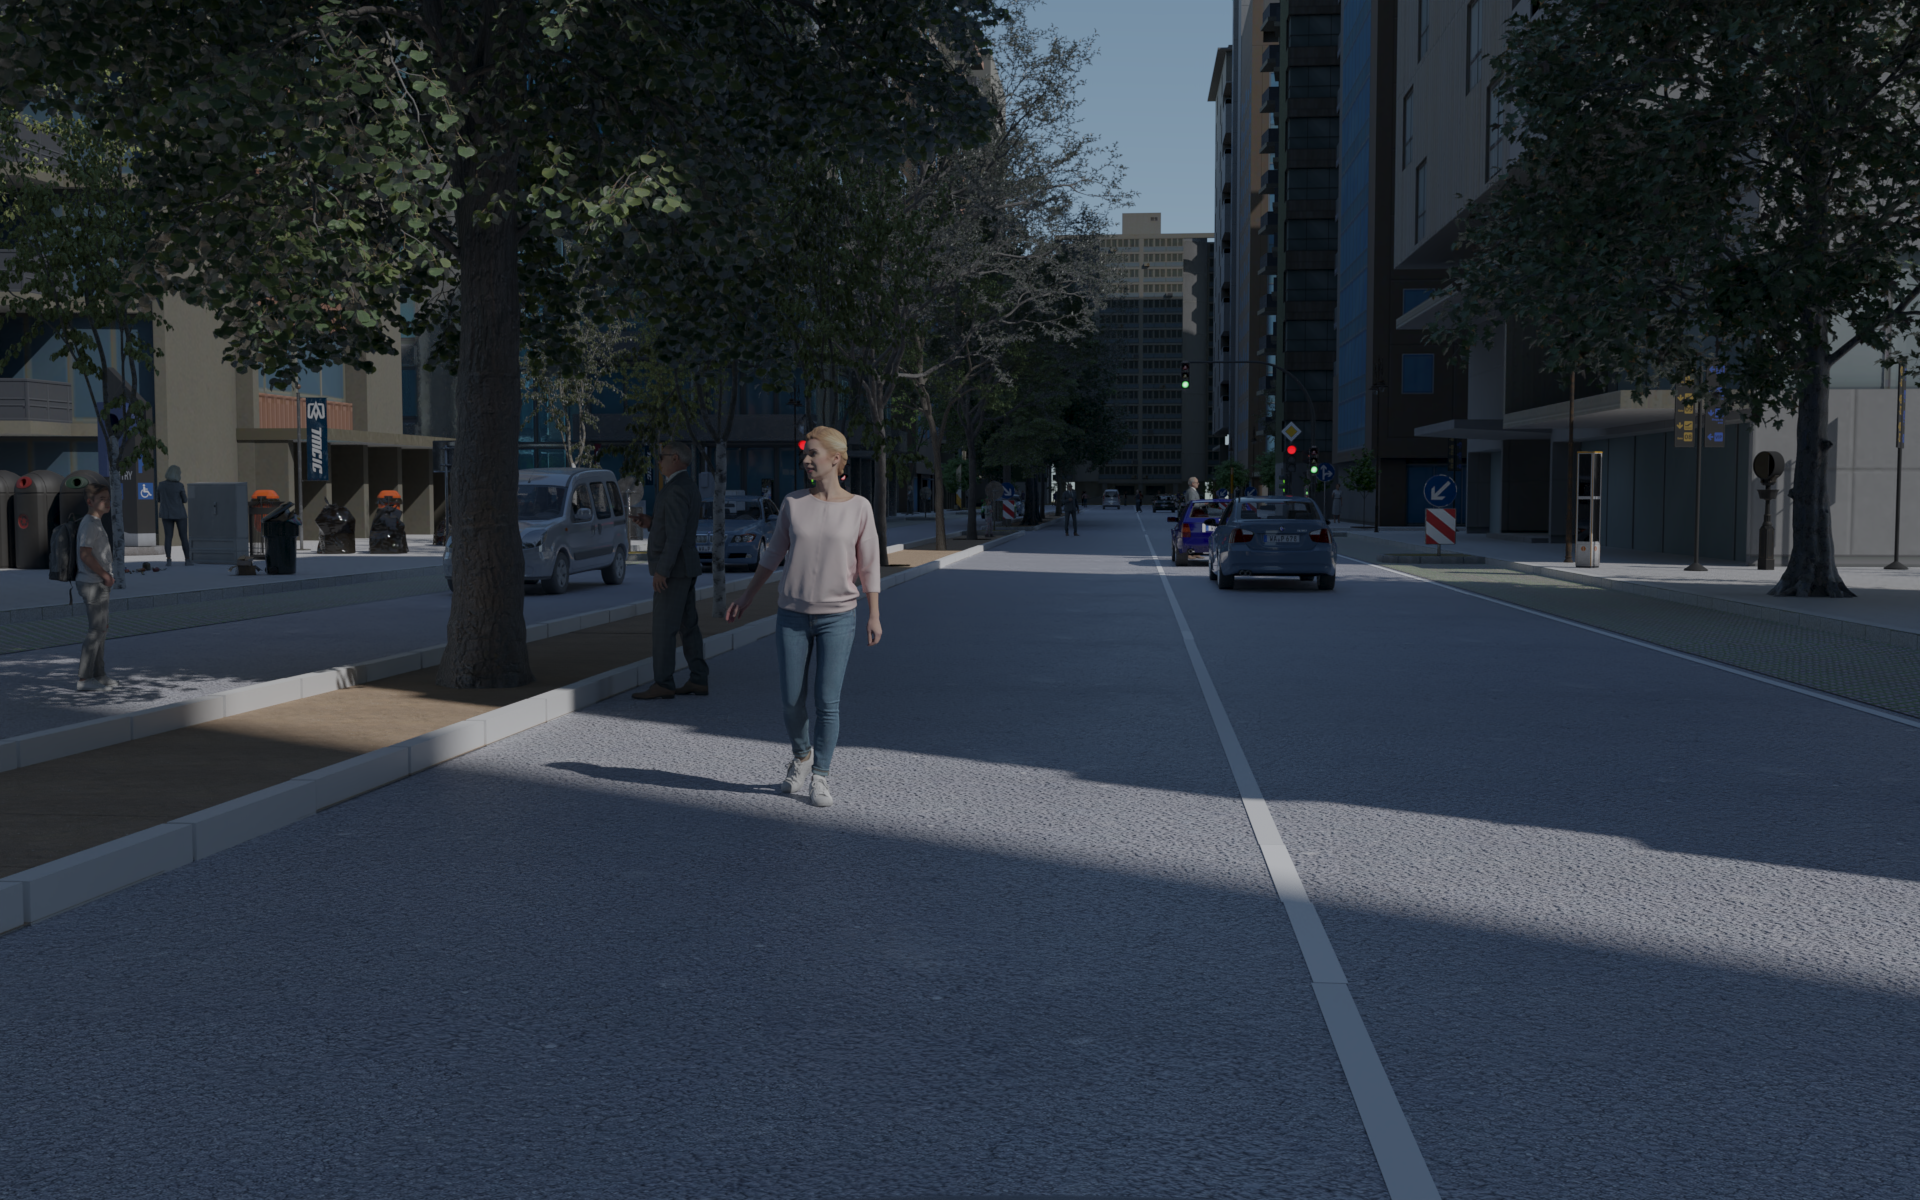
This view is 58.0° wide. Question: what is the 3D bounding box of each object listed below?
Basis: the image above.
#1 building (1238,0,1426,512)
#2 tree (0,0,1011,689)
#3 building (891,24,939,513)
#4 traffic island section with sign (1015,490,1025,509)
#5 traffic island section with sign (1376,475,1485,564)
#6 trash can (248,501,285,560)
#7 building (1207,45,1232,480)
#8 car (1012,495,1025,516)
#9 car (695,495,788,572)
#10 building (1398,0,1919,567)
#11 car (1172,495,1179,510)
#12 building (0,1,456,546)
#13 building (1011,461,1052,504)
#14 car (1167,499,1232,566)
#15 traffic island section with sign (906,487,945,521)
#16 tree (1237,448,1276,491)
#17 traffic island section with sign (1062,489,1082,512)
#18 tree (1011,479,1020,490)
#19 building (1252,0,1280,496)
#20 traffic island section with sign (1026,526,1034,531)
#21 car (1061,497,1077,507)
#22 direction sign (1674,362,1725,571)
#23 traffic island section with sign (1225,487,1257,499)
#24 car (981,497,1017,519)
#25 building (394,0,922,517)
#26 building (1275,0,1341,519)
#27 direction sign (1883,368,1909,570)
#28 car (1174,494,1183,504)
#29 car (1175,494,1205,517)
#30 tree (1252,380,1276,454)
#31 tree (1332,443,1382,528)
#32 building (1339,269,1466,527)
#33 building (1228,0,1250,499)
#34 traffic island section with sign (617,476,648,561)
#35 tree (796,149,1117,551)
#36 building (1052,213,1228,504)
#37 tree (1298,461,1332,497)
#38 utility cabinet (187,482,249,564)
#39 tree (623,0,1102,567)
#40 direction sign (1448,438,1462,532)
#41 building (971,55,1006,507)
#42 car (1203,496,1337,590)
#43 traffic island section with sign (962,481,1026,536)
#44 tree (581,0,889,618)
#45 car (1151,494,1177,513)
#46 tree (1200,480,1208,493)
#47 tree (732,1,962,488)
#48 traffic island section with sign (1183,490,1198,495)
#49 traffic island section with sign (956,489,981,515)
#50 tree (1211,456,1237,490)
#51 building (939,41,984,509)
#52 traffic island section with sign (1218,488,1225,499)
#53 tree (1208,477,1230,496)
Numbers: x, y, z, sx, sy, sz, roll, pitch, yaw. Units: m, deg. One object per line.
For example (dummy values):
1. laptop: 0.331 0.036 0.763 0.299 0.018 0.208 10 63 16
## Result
1. building: 32.025 -30.721 152.395 14.600 45.320 14.200 0 4 6
2. tree: -3.569 -6.334 12.678 9.857 13.997 8.962 0 3 0
3. building: -9.125 -28.947 123.387 14.600 45.320 14.200 0 4 6
4. traffic island section with sign: 5.565 -9.868 169.977 1.989 1.847 2.006 0 4 6
5. traffic island section with sign: 9.796 -1.688 36.221 1.989 1.847 2.006 0 4 6
6. trash can: -13.582 -1.359 33.876 0.748 1.137 0.748 0 3 0
7. building: 43.494 -37.371 200.254 28.713 52.752 27.495 0 4 6
8. car: 3.234 -6.139 112.382 2.014 1.417 4.499 0 4 4
9. car: -4.392 -1.307 33.364 2.014 1.417 4.499 0 4 4
10. building: 26.309 -27.667 41.587 28.713 52.752 27.495 0 4 6
11. car: 18.541 -8.714 154.841 2.083 1.381 4.827 0 4 7
12. building: -30.549 -24.118 48.959 28.867 44.769 22.147 0 4 6
13. building: 5.322 -28.330 234.889 14.107 30.474 14.160 0 4 6
14. car: 5.247 -1.409 35.613 1.945 1.354 3.894 0 4 5
15. traffic island section with sign: -1.855 -5.226 94.080 1.989 1.847 2.006 0 4 6
16. tree: 20.034 -7.665 109.038 4.285 4.588 4.351 0 3 0
17. traffic island section with sign: 9.169 -8.220 142.533 2.006 1.907 1.989 0 4 6
18. tree: 5.823 -12.435 197.912 1.663 3.219 1.824 0 3 0
19. building: 32.865 -28.663 123.269 22.147 44.769 28.867 0 4 6
20. traffic island section with sign: 1.872 -3.646 67.748 2.006 1.907 1.989 0 4 6
21. car: 12.392 -11.527 198.260 2.009 1.686 4.222 0 4 5
22. direction sign: 12.297 -2.253 28.837 0.876 3.537 0.379 0 4 -7
23. traffic island section with sign: 15.204 -5.069 91.507 1.989 1.847 2.006 0 4 6
24. car: 2.290 -5.689 101.810 1.959 1.807 4.718 0 4 7
25. building: -14.768 -28.642 87.900 23.786 49.044 30.456 0 4 6
26. building: 24.046 -19.665 93.222 14.160 30.474 14.107 0 4 6
27. direction sign: 15.934 -2.286 29.376 0.379 3.537 0.876 2 4 34
28. car: 26.584 -12.242 210.383 2.015 1.641 3.980 0 4 5
29. car: 13.558 -5.577 100.975 2.009 1.686 4.222 0 4 6
30. tree: 19.742 -9.414 104.273 4.360 8.622 3.978 0 3 0
31. tree: 15.378 -4.352 65.759 1.663 3.219 1.824 0 3 0
32. building: 23.808 -25.842 72.628 14.200 45.320 14.600 0 4 6
33. building: 37.606 -38.576 172.716 21.231 58.520 28.212 0 4 6
34. traffic island section with sign: -7.342 -1.788 37.857 1.989 1.847 2.006 0 4 6
35. tree: -0.414 -6.525 43.551 8.767 10.594 7.601 0 4 6
36. building: 25.193 -33.651 242.069 23.993 40.220 32.217 0 4 6
37. tree: 17.679 -5.597 86.118 1.663 3.219 1.824 0 3 0
38. utility cabinet: -13.597 -1.409 31.720 1.173 1.500 0.318 2 4 23
39. tree: -1.566 -7.389 33.640 12.009 13.543 11.850 0 3 0
40. direction sign: 16.887 -4.107 59.154 0.876 3.537 0.379 -3 5 -44
41. building: -6.547 -34.234 183.425 21.300 48.544 21.600 0 4 6
42. car: 4.870 -0.934 27.266 2.014 1.417 4.499 0 4 5
43. traffic island section with sign: 1.142 -3.195 60.377 2.006 1.907 1.989 0 4 6
44. tree: -2.773 -4.108 19.992 4.360 8.622 3.978 0 3 0
45. car: 15.819 -7.623 134.419 2.009 1.686 4.222 0 4 6
46. tree: 26.406 -11.492 182.493 1.663 3.219 1.824 0 3 0
47. tree: -1.965 -4.389 24.575 4.737 8.622 4.395 0 3 0
48. traffic island section with sign: 22.722 -9.774 168.432 1.989 1.847 2.006 0 4 6
49. traffic island section with sign: 0.770 -6.867 120.908 1.989 1.847 2.006 0 4 6
50. tree: 22.640 -9.864 144.992 4.285 4.588 4.351 0 3 0
51. building: -9.450 -30.819 158.516 22.147 44.769 28.867 0 4 6
52. traffic island section with sign: 17.823 -6.710 118.343 1.989 1.847 2.006 0 4 6
53. tree: 23.891 -10.010 158.266 1.663 3.219 1.824 0 3 0
